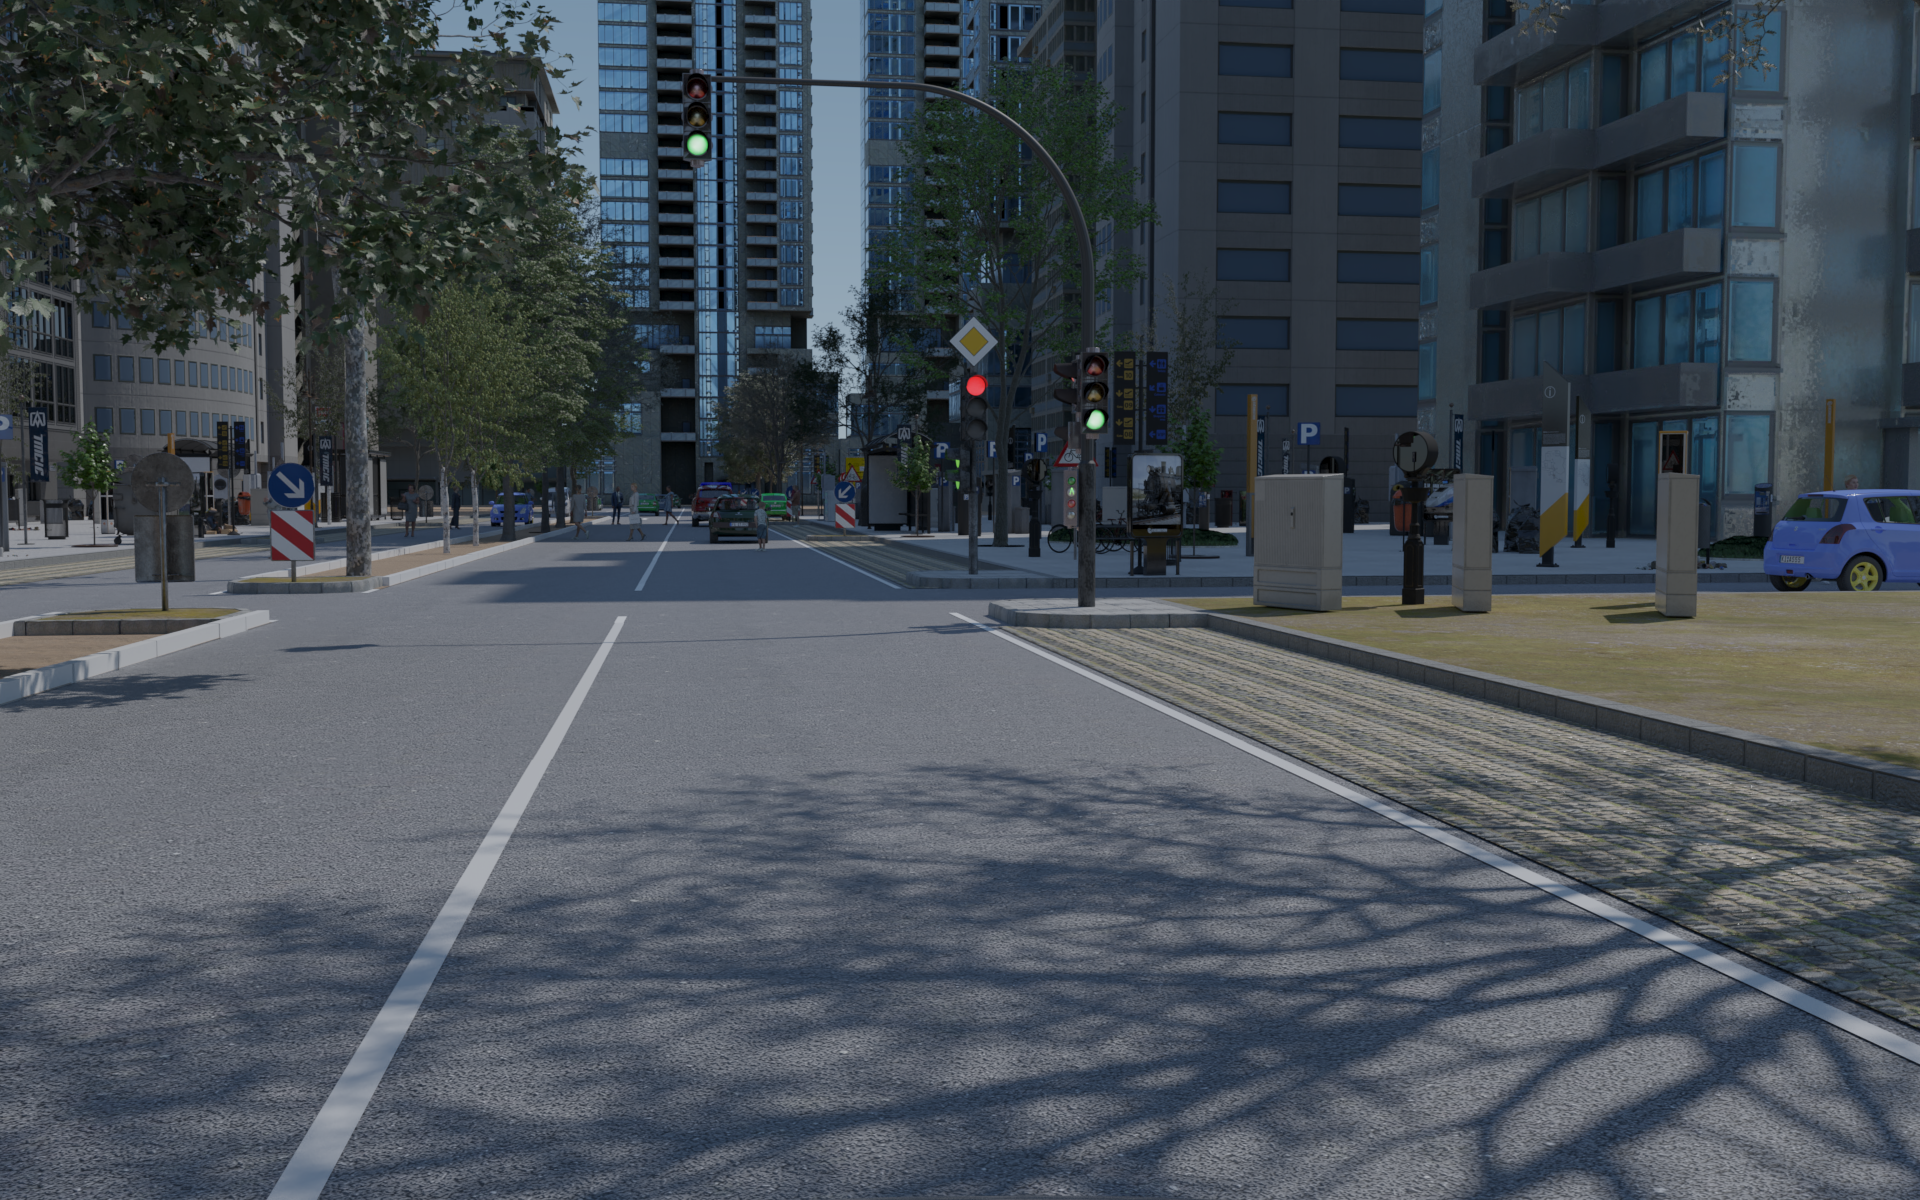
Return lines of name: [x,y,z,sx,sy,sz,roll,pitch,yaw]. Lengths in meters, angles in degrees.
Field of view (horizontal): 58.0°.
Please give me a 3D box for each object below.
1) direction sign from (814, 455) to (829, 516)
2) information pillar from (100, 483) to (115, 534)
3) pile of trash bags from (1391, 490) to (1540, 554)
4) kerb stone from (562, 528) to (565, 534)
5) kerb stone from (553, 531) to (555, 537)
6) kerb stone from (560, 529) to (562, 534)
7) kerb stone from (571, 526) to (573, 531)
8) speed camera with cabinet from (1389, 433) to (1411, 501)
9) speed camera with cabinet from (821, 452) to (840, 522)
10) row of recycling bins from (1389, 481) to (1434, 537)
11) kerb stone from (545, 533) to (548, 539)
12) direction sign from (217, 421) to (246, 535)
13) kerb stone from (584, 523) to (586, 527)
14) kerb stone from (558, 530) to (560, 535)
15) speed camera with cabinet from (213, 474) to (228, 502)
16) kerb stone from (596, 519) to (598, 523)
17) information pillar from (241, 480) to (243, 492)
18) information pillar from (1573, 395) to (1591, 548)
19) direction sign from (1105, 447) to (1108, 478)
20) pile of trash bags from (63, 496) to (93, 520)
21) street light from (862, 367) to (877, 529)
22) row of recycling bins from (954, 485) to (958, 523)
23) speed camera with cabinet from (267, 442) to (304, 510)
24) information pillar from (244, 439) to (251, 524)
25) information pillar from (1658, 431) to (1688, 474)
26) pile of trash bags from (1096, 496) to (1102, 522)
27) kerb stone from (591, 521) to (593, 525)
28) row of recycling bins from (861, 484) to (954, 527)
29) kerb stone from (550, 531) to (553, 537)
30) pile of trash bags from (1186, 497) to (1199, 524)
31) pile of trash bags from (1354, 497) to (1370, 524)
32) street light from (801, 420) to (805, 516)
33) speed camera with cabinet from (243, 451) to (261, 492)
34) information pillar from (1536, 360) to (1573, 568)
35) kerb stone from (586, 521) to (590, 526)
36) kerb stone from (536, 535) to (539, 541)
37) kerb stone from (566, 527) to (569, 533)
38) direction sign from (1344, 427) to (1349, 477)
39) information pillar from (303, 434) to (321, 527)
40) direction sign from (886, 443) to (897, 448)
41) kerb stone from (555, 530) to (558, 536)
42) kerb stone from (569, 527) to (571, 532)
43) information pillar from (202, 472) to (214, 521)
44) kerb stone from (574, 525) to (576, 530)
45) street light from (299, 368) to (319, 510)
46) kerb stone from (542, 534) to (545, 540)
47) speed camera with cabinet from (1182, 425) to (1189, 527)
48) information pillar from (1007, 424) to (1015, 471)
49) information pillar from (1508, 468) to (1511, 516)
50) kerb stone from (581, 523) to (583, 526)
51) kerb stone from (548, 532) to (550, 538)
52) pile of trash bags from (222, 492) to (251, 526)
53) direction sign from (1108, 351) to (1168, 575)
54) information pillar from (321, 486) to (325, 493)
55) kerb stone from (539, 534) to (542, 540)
direction sign: [-8.108,-6.694,101.441,0.876,3.537,0.379,-1,4,-18]
information pillar: [-27.264,-3.112,55.378,0.304,2.012,0.304,1,4,19]
pile of trash bags: [11.280,-1.745,38.282,3.447,1.369,1.912,1,4,20]
kerb stone: [-14.288,-2.413,61.751,0.120,0.150,1.000,-1,4,-9]
kerb stone: [-13.668,-2.171,57.693,0.120,0.150,1.000,-1,4,-9]
kerb stone: [-14.137,-2.357,60.740,0.120,0.150,1.000,-1,4,-9]
kerb stone: [-14.915,-2.668,65.811,0.120,0.150,1.000,-1,4,-9]
speed camera with cabinet: [14.603,-3.770,55.969,0.660,3.252,2.038,-1,4,-14]
speed camera with cabinet: [-6.017,-5.278,80.635,0.660,3.252,2.038,-1,4,-12]
row of recycling bins: [14.131,-2.756,52.167,1.069,1.692,3.534,-1,4,-17]
kerb stone: [-13.193,-1.983,54.639,0.120,0.150,1.000,-1,4,-9]
direction sign: [-22.695,-3.793,54.013,0.876,3.537,0.379,0,3,0]
kerb stone: [-16.175,-3.164,73.935,0.120,0.150,1.000,-1,4,-9]
kerb stone: [-13.983,-2.293,59.719,0.120,0.150,1.000,-1,4,-9]
speed camera with cabinet: [-35.813,-5.368,82.098,2.038,3.252,0.660,-2,4,-25]
kerb stone: [-17.581,-3.723,83.065,0.120,0.150,1.000,-1,4,-9]
information pillar: [-37.515,-5.278,90.789,0.304,2.012,0.304,-2,4,-24]
information pillar: [14.803,-3.050,41.228,0.504,3.616,0.183,-2,4,-35]
direction sign: [7.264,-5.604,83.619,0.379,3.537,0.876,3,5,44]
pile of trash bags: [-43.512,-4.586,84.728,3.447,1.369,1.912,-1,4,-21]
street light: [-3.316,-5.531,63.228,0.468,5.910,1.993,-1,4,-9]
row of recycling bins: [-0.462,-4.285,77.171,1.069,1.692,3.534,-2,4,-26]
speed camera with cabinet: [-26.068,-4.442,66.963,0.660,3.252,2.038,0,4,2]
information pillar: [-30.210,-5.021,73.443,0.504,3.616,0.183,3,5,42]
information pillar: [8.349,-0.968,20.321,0.304,2.012,0.304,2,4,25]
pile of trash bags: [6.851,-4.287,79.849,1.912,1.369,3.447,2,4,28]
kerb stone: [-16.961,-3.472,79.004,0.120,0.150,1.000,-1,4,-9]
row of recycling bins: [-2.170,-3.768,68.714,3.534,1.692,1.069,-1,4,-8]
kerb stone: [-13.518,-2.106,56.677,0.120,0.150,1.000,-1,4,-9]
pile of trash bags: [9.195,-3.884,73.262,1.912,1.369,3.447,2,4,25]
pile of trash bags: [16.728,-3.981,74.840,1.912,1.369,3.447,1,4,13]
street light: [-9.279,-7.888,101.751,0.468,5.910,1.993,-1,4,-9]
speed camera with cabinet: [-32.298,-5.227,79.796,0.660,3.252,2.038,0,4,3]
information pillar: [10.378,-2.379,30.251,0.183,3.616,0.504,-3,5,-43]
kerb stone: [-16.648,-3.350,76.970,0.120,0.150,1.000,-1,4,-9]
kerb stone: [-12.718,-1.798,51.599,0.120,0.150,1.000,-1,4,-9]
kerb stone: [-14.602,-2.544,63.786,0.120,0.150,1.000,-1,4,-9]
direction sign: [13.188,-4.108,59.165,0.379,3.537,0.876,1,4,20]
information pillar: [-25.277,-4.648,67.352,0.504,3.616,0.183,1,4,13]
direction sign: [-3.117,-5.224,77.409,0.379,3.537,0.876,3,5,39]
kerb stone: [-13.823,-2.231,58.707,0.120,0.150,1.000,-1,4,-9]
kerb stone: [-14.763,-2.606,64.796,0.120,0.150,1.000,-1,4,-9]
information pillar: [-24.708,-3.202,56.851,0.304,2.012,0.304,2,4,26]
kerb stone: [-15.234,-2.791,67.845,0.120,0.150,1.000,-1,4,-9]
street light: [-23.943,-5.570,63.856,0.468,5.910,1.993,-1,4,-9]
kerb stone: [-13.038,-1.921,53.629,0.120,0.150,1.000,-1,4,-9]
speed camera with cabinet: [6.224,-3.439,50.556,0.660,3.252,2.038,0,4,-3]
information pillar: [1.676,-4.094,58.283,0.183,3.616,0.504,-3,5,-42]
information pillar: [15.549,-2.696,48.568,0.304,2.012,0.304,1,4,10]
kerb stone: [-15.861,-3.041,71.912,0.120,0.150,1.000,-1,4,-9]
kerb stone: [-13.353,-2.047,55.657,0.120,0.150,1.000,-1,4,-9]
pile of trash bags: [-29.866,-3.733,70.783,3.447,1.369,1.912,3,5,42]
direction sign: [2.874,-2.177,27.587,0.876,3.537,0.379,-1,4,-9]
information pillar: [-34.585,-6.257,93.654,0.183,3.616,0.504,2,4,28]
kerb stone: [-12.882,-1.856,52.612,0.120,0.150,1.000,-1,4,-9]
